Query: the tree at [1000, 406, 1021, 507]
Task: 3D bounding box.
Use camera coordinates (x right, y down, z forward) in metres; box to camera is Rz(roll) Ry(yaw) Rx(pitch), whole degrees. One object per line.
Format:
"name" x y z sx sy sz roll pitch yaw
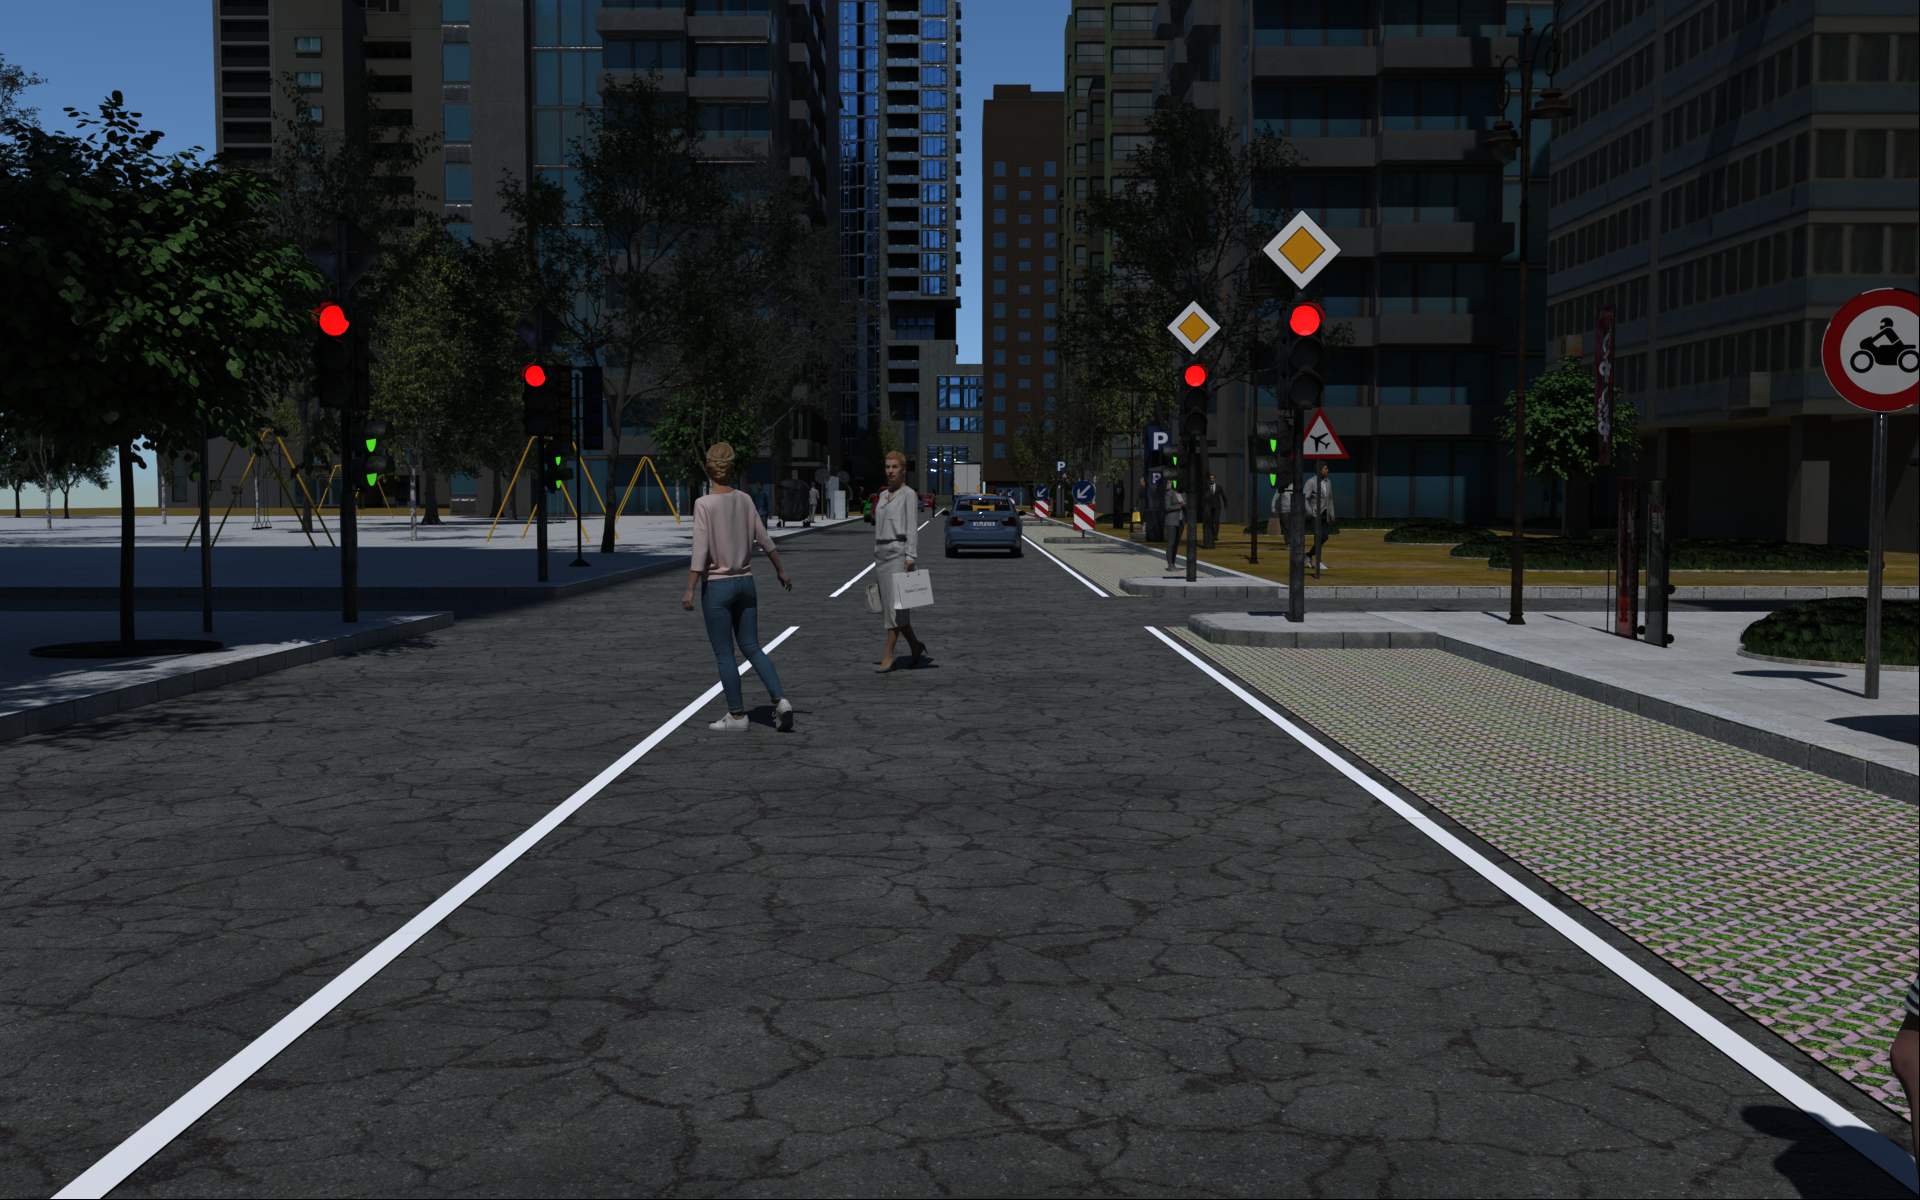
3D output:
"tree" 5.841 -10.336 119.351 4.360 8.622 3.978 0 3 0

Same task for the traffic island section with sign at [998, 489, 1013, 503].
"traffic island section with sign" 3.570 -7.247 127.116 1.989 1.847 2.006 0 3 0

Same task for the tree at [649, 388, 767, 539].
"tree" -7.275 -4.058 50.069 4.285 4.588 4.351 0 3 0

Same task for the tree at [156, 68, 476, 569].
"tree" -10.631 -4.832 29.368 4.737 8.622 4.395 0 3 0

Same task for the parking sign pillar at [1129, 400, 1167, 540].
"parking sign pillar" 5.533 -3.704 49.026 1.447 3.967 1.447 0 4 -2

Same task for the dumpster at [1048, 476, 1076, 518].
"dumpster" 5.604 -5.675 95.280 1.502 2.255 1.985 0 3 0

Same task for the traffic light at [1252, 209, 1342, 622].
"traffic light" 3.357 -1.733 17.263 0.839 4.253 0.868 0 3 0

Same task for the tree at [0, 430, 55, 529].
"tree" -33.876 -6.958 64.131 4.360 8.622 3.978 0 3 0

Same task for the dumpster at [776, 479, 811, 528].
"dumpster" -6.436 -3.737 66.861 1.264 1.857 1.865 0 3 0

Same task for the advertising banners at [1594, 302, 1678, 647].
"advertising banners" 5.941 -1.171 15.338 0.090 3.025 2.074 0 4 3

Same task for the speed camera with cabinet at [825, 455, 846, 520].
"speed camera with cabinet" -6.319 -5.726 87.956 0.660 3.252 2.038 -1 4 -17

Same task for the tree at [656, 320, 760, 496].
"tree" -10.103 -7.317 69.993 4.737 8.622 4.395 0 3 0

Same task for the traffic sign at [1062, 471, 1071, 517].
"traffic sign" 5.841 -5.917 96.754 0.884 2.594 0.081 1 4 8

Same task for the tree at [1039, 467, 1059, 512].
"tree" 6.445 -7.926 124.187 1.663 3.219 1.824 0 3 0

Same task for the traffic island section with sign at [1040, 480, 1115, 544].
"traffic island section with sign" 3.451 -2.563 50.531 1.989 1.847 2.006 0 3 0

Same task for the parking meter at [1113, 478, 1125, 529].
"parking meter" 5.919 -3.600 64.575 0.399 1.863 0.255 0 4 -4

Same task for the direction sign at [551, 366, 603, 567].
"direction sign" -6.758 -2.365 30.668 0.876 3.537 0.379 -1 4 -11

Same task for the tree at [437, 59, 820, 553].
"tree" -7.444 -6.298 37.384 7.601 10.594 8.767 2 4 34

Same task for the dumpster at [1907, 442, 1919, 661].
"dumpster" 5.386 -0.128 7.852 1.264 1.857 1.865 0 4 0

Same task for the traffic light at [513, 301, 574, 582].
"traffic light" -6.092 -2.222 25.246 0.839 4.253 0.868 0 3 0

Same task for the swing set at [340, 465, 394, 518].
"swing set" -32.398 -5.795 92.372 3.119 2.851 2.862 3 4 36

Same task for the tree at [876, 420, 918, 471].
"tree" -6.519 -13.509 171.233 4.360 8.622 3.978 0 3 0

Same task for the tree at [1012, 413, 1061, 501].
"tree" 6.561 -12.152 149.048 4.737 8.622 4.395 0 3 0

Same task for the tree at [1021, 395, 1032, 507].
"tree" 5.990 -8.177 84.051 4.360 8.622 3.978 0 3 0

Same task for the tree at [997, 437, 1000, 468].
"tree" 5.755 -13.308 167.951 4.360 8.622 3.978 0 3 0

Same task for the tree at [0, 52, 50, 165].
"tree" -24.760 -8.086 42.577 12.009 13.543 11.850 0 3 0

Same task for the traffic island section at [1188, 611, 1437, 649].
"traffic island section" 3.397 0.300 17.377 2.009 0.180 2.903 0 3 0

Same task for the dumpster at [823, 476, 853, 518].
"dumpster" -6.486 -5.449 91.581 1.502 2.255 1.985 0 4 0

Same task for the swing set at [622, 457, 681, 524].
"swing set" -13.430 -4.686 74.241 2.862 2.851 3.119 -1 4 -9

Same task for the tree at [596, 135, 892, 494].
"tree" -7.297 -9.073 58.708 12.009 13.543 11.850 0 3 0

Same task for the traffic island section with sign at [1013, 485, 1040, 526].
"traffic island section with sign" 3.501 -4.212 77.486 1.989 1.847 2.006 0 3 0

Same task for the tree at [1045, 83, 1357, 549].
"tree" 5.459 -6.459 40.021 7.601 10.594 8.767 0 4 3

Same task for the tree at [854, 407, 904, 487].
"tree" -6.506 -11.866 144.375 4.737 8.622 4.395 0 3 0

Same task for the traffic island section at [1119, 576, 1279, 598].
"traffic island section" 3.409 -0.188 25.362 2.009 0.180 2.903 0 3 0

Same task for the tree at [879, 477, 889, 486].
"tree" -6.979 -10.552 167.130 1.663 3.219 1.824 0 3 0

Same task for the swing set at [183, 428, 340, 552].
"swing set" -16.212 -2.606 40.227 2.862 2.851 3.119 -1 4 -12

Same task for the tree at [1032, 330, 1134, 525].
"tree" 5.460 -7.400 71.347 4.360 8.622 3.978 0 3 0

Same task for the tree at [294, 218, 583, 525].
"tree" -22.191 -9.485 72.083 9.611 12.733 9.660 0 3 0

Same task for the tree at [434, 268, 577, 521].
"tree" -22.068 -10.117 83.536 7.486 12.596 7.792 0 3 0

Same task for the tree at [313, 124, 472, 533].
"tree" -21.530 -8.974 57.091 12.009 13.543 11.850 0 3 0

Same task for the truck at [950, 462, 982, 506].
"truck" 0.541 -10.157 154.980 2.839 4.237 11.283 0 4 -1

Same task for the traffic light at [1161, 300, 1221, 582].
"traffic light" 3.369 -2.222 25.248 0.839 4.253 0.868 0 3 0

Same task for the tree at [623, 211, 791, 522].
"tree" -6.564 -5.836 45.773 4.360 8.622 3.978 0 3 0

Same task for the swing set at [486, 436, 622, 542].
"swing set" -11.203 -3.056 47.591 2.862 2.851 3.119 0 4 5

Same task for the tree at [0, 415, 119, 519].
"tree" -53.858 -7.915 92.321 20.602 7.101 11.467 0 4 -2

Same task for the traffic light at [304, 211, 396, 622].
"traffic light" -6.105 -1.733 17.261 0.839 4.253 0.868 0 3 0

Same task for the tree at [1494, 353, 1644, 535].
"tree" 14.087 -3.465 40.362 4.285 4.588 4.351 0 3 0

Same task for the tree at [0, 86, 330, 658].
"tree" -6.805 -1.853 14.009 4.285 4.588 4.351 0 3 0

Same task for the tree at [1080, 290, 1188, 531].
"tree" 6.357 -6.718 60.208 4.737 8.622 4.395 0 3 0

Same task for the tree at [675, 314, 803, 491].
"tree" -12.155 -10.323 94.530 9.928 11.665 9.643 0 3 0

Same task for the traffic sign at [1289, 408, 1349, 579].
"traffic sign" 5.409 -1.597 26.120 0.884 2.594 0.081 1 4 9
